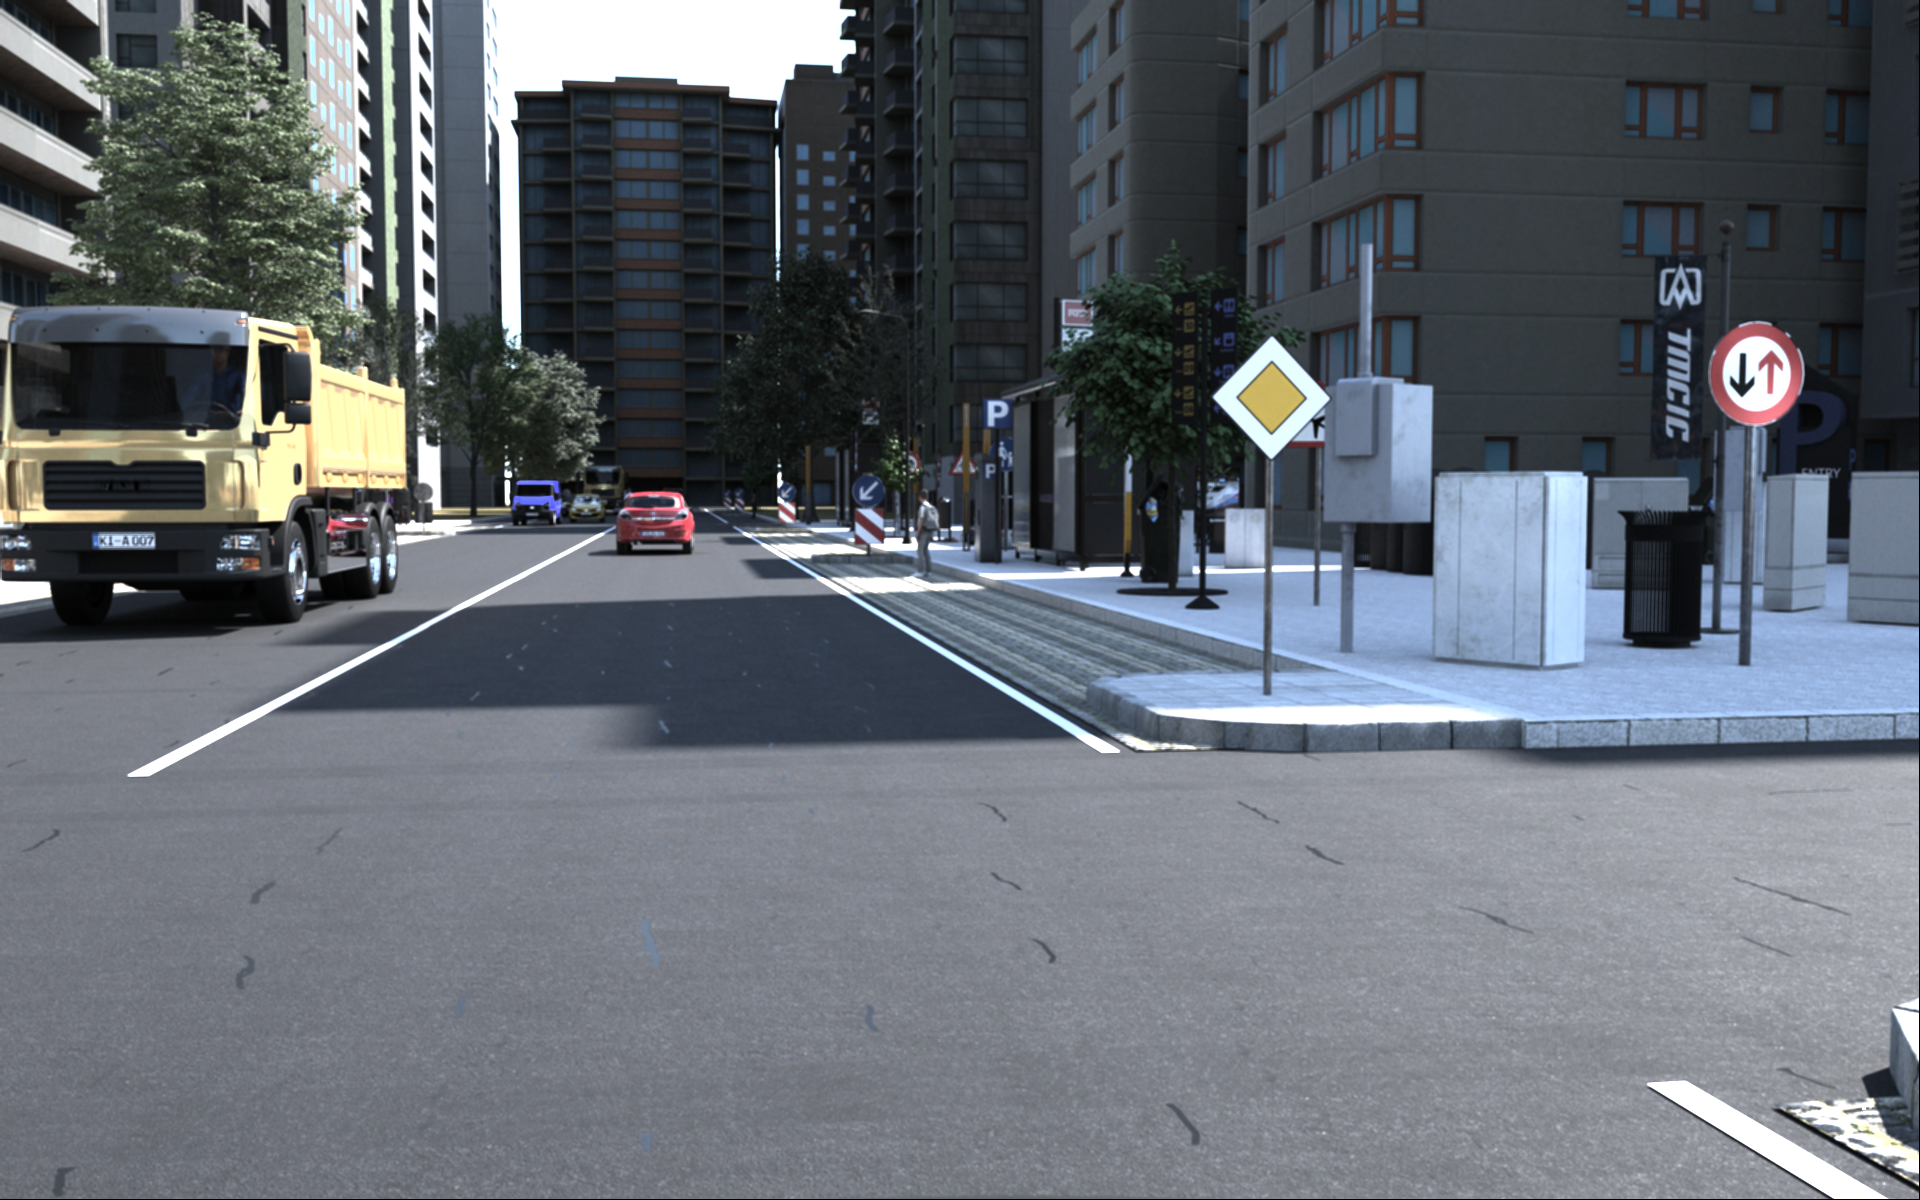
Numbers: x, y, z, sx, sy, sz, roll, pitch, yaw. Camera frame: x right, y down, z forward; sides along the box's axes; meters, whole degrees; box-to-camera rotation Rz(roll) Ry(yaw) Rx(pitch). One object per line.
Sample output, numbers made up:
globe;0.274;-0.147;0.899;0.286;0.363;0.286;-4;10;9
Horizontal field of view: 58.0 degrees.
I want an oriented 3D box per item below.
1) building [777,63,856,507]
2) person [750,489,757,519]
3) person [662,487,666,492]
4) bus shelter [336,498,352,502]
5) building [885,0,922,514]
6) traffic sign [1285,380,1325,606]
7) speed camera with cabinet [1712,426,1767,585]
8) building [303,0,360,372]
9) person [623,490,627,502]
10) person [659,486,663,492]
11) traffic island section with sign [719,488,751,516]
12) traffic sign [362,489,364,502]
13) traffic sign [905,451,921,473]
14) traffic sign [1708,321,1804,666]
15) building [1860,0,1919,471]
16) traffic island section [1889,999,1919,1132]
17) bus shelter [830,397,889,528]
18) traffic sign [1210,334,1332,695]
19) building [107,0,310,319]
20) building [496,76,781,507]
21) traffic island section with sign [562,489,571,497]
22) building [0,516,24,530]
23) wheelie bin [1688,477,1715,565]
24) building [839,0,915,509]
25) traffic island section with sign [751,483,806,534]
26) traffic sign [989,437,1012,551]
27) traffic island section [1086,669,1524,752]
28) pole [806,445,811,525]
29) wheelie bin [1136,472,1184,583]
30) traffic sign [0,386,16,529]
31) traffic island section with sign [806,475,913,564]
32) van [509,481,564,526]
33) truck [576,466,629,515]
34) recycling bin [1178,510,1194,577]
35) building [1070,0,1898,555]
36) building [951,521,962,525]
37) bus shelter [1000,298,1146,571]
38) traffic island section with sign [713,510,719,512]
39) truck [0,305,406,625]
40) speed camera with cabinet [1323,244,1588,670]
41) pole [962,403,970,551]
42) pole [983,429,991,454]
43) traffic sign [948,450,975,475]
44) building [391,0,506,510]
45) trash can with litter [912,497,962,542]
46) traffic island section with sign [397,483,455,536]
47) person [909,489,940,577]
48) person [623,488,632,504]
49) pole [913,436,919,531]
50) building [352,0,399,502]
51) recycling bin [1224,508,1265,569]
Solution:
building;-11.802;-32.693;184.635;14.200;45.320;14.600;-1;4;-9
person;-12.171;-5.646;101.529;0.721;1.735;1.217;-1;4;-12
person;-15.638;-5.083;91.585;0.705;1.826;1.348;1;4;9
bus shelter;-23.271;-4.400;63.222;1.731;3.624;6.357;-1;4;-9
building;6.266;-41.401;115.165;20.563;71.187;20.611;-1;4;-9
traffic sign;4.098;-1.213;19.831;0.884;2.594;0.081;0;3;0
speed camera with cabinet;11.055;-1.838;24.389;0.660;3.252;2.038;2;4;32
building;-43.827;-27.586;101.135;14.600;45.320;14.200;-1;4;-9
person;-26.931;-8.002;140.065;0.721;1.736;1.217;0;4;8
person;-15.975;-5.174;92.721;1.348;1.869;0.705;-1;4;-11
traffic island section with sign;-14.432;-6.336;112.224;1.989;1.847;2.006;-1;4;-9
traffic sign;-25.098;-4.450;72.766;0.884;2.594;0.081;0;4;-1
traffic sign;-1.550;-3.152;51.638;0.768;2.556;0.104;0;4;-1
traffic sign;5.878;-0.782;12.898;0.768;2.556;0.104;-1;4;-9
building;26.916;-21.183;29.935;14.086;41.232;14.154;-1;4;-9
traffic island section;3.261;1.167;3.197;2.009;0.180;2.903;-1;4;-9
bus shelter;-3.983;-5.600;69.189;2.179;5.291;8.768;-1;4;-9
traffic sign;1.960;-0.450;10.999;0.795;2.450;0.064;-1;4;-9
building;-41.452;-19.297;87.204;14.160;30.474;14.107;-1;4;-9
building;-33.858;-32.421;184.707;28.867;44.769;22.147;-1;4;-9
traffic island section with sign;-31.150;-7.878;137.430;1.989;1.847;2.006;-1;4;-9
building;-39.781;-26.103;50.481;21.300;48.544;21.600;-1;4;-9
wheelie bin;13.751;-1.452;31.641;0.693;1.594;0.980;0;4;-1
building;1.816;-29.707;140.329;22.147;44.769;28.867;-1;4;-9
traffic island section with sign;-6.455;-3.328;63.034;1.989;1.847;2.006;-1;4;-9
traffic sign;1.025;-2.374;38.916;0.768;2.556;0.104;0;4;-3
traffic island section;1.982;0.685;11.080;2.009;0.180;2.903;-1;4;-9
pole;-6.353;-4.813;72.540;0.158;3.312;0.155;0;3;0
wheelie bin;2.923;-1.060;25.244;0.693;1.594;0.980;0;4;4
traffic sign;-18.221;-2.376;32.716;2.265;3.308;0.079;0;4;-3
traffic island section with sign;-2.088;-1.682;36.128;1.989;1.847;2.006;-1;4;-9
van;-19.547;-4.633;80.135;2.240;2.365;5.245;-1;4;-8
truck;-24.758;-7.622;120.545;3.469;3.379;9.791;-1;4;-10
recycling bin;3.245;-0.892;27.145;0.722;1.027;0.722;0;4;-3
building;20.034;-12.659;52.020;27.650;21.520;28.899;-1;4;-9
building;5.578;-18.810;79.242;14.160;30.474;14.107;-1;4;-9
bus shelter;2.122;-3.398;33.181;2.179;5.291;8.768;-1;4;-9
traffic island section with sign;-18.758;-7.964;138.831;1.989;1.847;2.006;-1;4;-9
truck;-8.917;-1.547;21.221;3.469;3.379;9.791;-1;4;-8
speed camera with cabinet;3.802;-1.166;13.406;0.660;3.252;2.038;-3;5;-39
pole;0.140;-2.762;38.998;0.158;3.312;0.155;0;3;0
pole;0.617;-2.809;39.776;0.158;3.312;0.155;0;3;0
traffic sign;0.118;-2.951;48.257;0.884;2.594;0.081;0;4;-4
building;-62.101;-38.949;178.823;28.212;58.520;21.231;-1;4;-9
trash can with litter;-0.561;-2.179;46.677;1.678;1.210;2.233;-3;4;-36
traffic island section with sign;-18.584;-3.141;59.991;1.989;1.847;2.006;-1;4;-9
person;-0.626;-1.149;29.881;0.523;1.515;0.503;0;4;-7
person;-16.228;-4.642;85.334;0.756;1.711;0.436;-1;4;-17
pole;-1.523;-4.067;60.338;0.158;3.312;0.155;0;3;0
building;-45.830;-26.400;115.236;14.154;41.232;14.086;-1;4;-9
recycling bin;5.010;-1.069;30.034;0.722;1.027;0.722;1;4;20
